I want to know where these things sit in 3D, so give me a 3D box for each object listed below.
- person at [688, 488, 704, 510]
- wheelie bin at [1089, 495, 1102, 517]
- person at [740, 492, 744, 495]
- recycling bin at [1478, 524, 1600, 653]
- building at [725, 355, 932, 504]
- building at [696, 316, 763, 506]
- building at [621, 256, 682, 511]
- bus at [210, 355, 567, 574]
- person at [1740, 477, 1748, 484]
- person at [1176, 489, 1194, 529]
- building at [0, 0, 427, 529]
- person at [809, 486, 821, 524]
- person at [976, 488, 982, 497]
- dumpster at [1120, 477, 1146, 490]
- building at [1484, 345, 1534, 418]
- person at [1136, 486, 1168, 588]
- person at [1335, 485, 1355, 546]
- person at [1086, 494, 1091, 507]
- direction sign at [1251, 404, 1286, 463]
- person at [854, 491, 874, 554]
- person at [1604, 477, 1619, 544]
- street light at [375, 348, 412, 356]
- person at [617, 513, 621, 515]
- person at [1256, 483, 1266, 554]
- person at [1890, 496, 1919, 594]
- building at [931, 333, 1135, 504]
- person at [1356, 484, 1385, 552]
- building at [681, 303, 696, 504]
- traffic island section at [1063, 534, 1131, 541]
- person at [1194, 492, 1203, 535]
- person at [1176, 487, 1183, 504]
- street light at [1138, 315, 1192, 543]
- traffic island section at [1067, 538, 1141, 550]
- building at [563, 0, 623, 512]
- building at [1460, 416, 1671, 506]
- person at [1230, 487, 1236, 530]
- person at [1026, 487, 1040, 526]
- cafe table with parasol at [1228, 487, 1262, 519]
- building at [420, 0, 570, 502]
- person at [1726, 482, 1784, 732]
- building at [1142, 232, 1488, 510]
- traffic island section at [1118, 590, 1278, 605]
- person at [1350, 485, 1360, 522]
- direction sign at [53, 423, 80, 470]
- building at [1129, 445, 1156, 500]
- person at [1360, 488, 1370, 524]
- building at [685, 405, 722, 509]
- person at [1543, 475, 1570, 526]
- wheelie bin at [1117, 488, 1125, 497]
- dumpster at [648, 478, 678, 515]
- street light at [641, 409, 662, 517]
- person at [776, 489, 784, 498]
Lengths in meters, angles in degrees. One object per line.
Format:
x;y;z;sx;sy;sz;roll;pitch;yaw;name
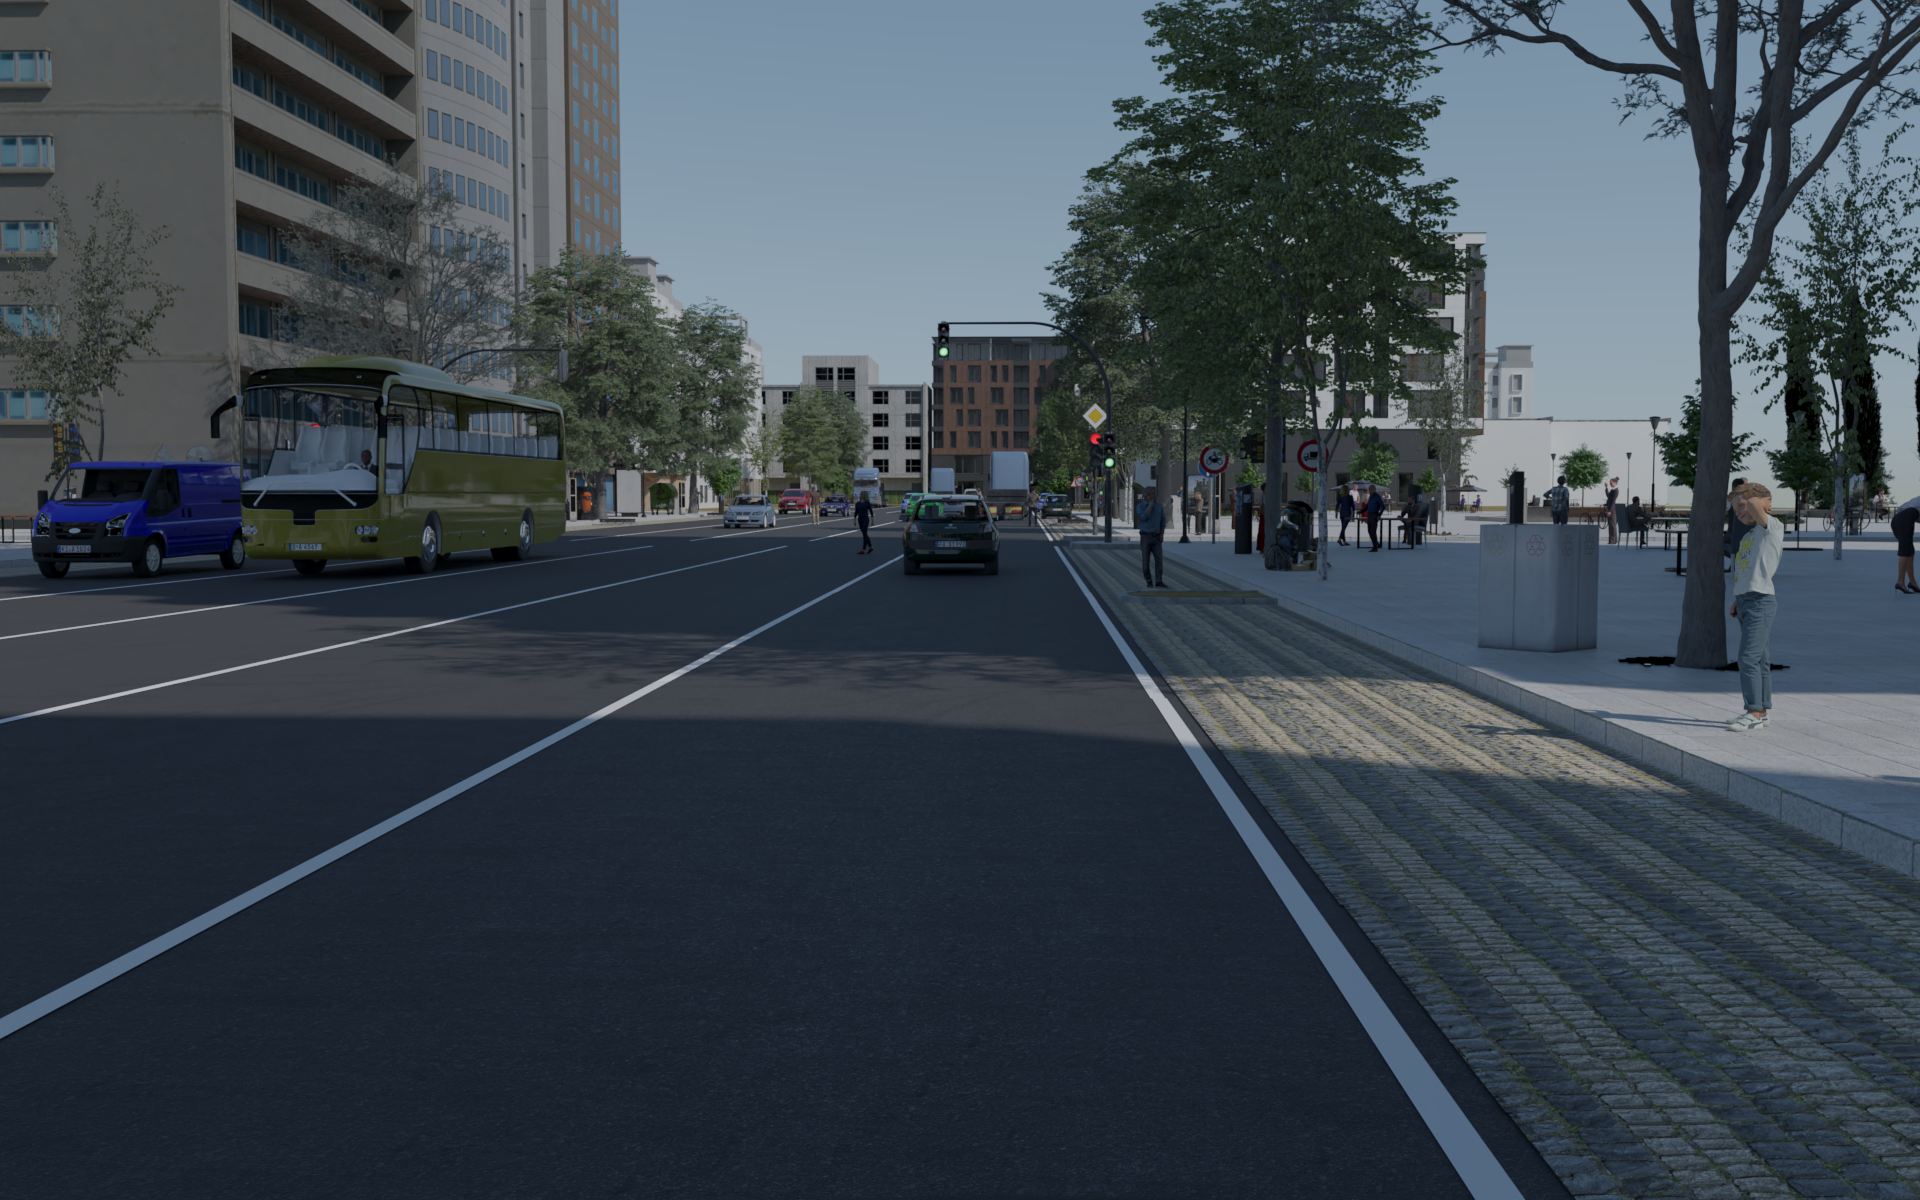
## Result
-21.600;-8.311;142.062;1.348;1.807;0.705;-2;4;-26;person
7.706;-5.488;97.629;0.693;1.594;0.980;-1;4;-18;wheelie bin
-16.199;-7.339;129.216;0.628;1.438;0.799;0;4;-7;person
4.820;-0.115;14.432;0.722;1.027;0.722;-3;5;-41;recycling bin
-19.814;-22.203;229.482;31.486;18.905;16.747;0;4;2;building
-28.003;-20.417;190.237;11.380;20.091;16.016;0;4;2;building
-31.206;-17.109;136.144;16.016;20.091;11.380;0;4;2;building
-10.623;-2.619;34.368;2.896;3.916;12.252;0;4;2;bus
19.775;-2.252;43.806;0.436;1.711;0.756;3;4;39;person
8.423;-3.526;64.409;0.376;1.734;0.841;-2;4;-32;person
-36.641;-27.431;72.197;21.300;48.544;21.600;0;4;2;building
-6.881;-4.493;82.081;0.598;1.807;0.434;-1;4;-15;person
0.945;-4.657;85.364;0.376;1.734;0.841;0;4;1;person
9.943;-5.965;100.023;1.502;2.255;1.985;0;4;2;dumpster
67.038;-22.608;226.052;11.380;20.091;16.016;0;4;2;building
2.934;-0.956;26.339;0.499;1.552;0.429;1;4;10;person
9.522;-2.098;42.881;0.480;1.512;0.613;1;4;18;person
12.703;-9.775;166.585;1.217;1.735;0.721;-1;4;-20;person
7.771;-3.162;43.696;0.876;3.537;0.379;0;4;0;direction sign
-2.273;-1.857;41.401;0.480;1.512;0.613;1;4;11;person
16.597;-2.292;44.323;0.445;1.727;0.742;-1;4;-16;person
-18.176;-5.067;55.386;1.470;5.913;1.316;0;4;2;street light
-21.286;-5.585;107.828;0.381;0.543;0.357;0;4;-8;person
6.522;-1.742;36.996;0.387;1.526;0.523;0;4;-4;person
12.408;-0.802;22.351;0.799;1.438;0.628;-3;5;-44;person
12.952;-23.891;234.598;32.646;21.610;27.936;0;4;2;building
9.094;-1.816;38.426;0.600;1.496;0.574;0;4;4;person
-31.806;-17.805;147.530;16.016;20.091;11.380;0;4;2;building
4.211;-1.927;53.785;2.009;0.180;2.903;0;4;2;traffic island section
7.407;-2.688;53.901;0.340;1.345;0.435;-1;4;-17;person
15.382;-7.025;121.034;0.598;1.807;0.434;-1;4;-12;person
5.320;-4.433;45.025;1.470;5.913;1.316;0;4;2;street light
3.932;-1.439;45.805;2.009;0.180;2.903;0;4;2;traffic island section
-31.740;-28.663;118.746;14.600;45.320;14.200;0;4;2;building
63.954;-15.245;191.401;28.070;9.664;9.099;0;4;2;building
9.979;-3.317;62.548;0.482;1.546;0.388;-1;4;-17;person
3.291;-4.206;77.806;0.617;1.759;0.750;0;4;7;person
15.312;-5.233;90.428;2.610;1.966;2.610;2;4;28;cafe table with parasol
-36.216;-33.930;96.752;21.231;58.520;28.212;0;4;2;building
4.334;0.027;9.506;0.340;1.345;0.435;0;4;3;person
31.045;-18.838;151.972;27.936;21.610;32.646;0;4;2;building
3.144;-0.029;23.334;1.991;0.108;1.994;0;4;2;traffic island section
17.881;-4.376;78.532;0.756;1.711;0.436;-1;4;-22;person
-28.532;-3.877;55.380;0.876;3.537;0.379;0;4;5;direction sign
23.112;-14.727;182.933;9.099;9.664;28.070;0;4;2;building
17.576;-4.073;75.099;0.387;1.526;0.523;-2;4;-34;person
-27.401;-13.783;167.504;9.099;9.664;28.070;0;4;2;building
14.632;-2.171;42.268;0.376;1.734;0.841;-1;4;-21;person
9.142;-5.449;96.994;0.980;1.594;0.693;3;5;45;wheelie bin
-18.161;-6.319;105.808;1.502;2.255;1.985;0;4;2;dumpster
-16.822;-7.484;94.897;1.470;5.913;1.316;0;4;2;street light
-18.658;-10.723;181.503;1.348;1.807;0.705;1;4;16;person
